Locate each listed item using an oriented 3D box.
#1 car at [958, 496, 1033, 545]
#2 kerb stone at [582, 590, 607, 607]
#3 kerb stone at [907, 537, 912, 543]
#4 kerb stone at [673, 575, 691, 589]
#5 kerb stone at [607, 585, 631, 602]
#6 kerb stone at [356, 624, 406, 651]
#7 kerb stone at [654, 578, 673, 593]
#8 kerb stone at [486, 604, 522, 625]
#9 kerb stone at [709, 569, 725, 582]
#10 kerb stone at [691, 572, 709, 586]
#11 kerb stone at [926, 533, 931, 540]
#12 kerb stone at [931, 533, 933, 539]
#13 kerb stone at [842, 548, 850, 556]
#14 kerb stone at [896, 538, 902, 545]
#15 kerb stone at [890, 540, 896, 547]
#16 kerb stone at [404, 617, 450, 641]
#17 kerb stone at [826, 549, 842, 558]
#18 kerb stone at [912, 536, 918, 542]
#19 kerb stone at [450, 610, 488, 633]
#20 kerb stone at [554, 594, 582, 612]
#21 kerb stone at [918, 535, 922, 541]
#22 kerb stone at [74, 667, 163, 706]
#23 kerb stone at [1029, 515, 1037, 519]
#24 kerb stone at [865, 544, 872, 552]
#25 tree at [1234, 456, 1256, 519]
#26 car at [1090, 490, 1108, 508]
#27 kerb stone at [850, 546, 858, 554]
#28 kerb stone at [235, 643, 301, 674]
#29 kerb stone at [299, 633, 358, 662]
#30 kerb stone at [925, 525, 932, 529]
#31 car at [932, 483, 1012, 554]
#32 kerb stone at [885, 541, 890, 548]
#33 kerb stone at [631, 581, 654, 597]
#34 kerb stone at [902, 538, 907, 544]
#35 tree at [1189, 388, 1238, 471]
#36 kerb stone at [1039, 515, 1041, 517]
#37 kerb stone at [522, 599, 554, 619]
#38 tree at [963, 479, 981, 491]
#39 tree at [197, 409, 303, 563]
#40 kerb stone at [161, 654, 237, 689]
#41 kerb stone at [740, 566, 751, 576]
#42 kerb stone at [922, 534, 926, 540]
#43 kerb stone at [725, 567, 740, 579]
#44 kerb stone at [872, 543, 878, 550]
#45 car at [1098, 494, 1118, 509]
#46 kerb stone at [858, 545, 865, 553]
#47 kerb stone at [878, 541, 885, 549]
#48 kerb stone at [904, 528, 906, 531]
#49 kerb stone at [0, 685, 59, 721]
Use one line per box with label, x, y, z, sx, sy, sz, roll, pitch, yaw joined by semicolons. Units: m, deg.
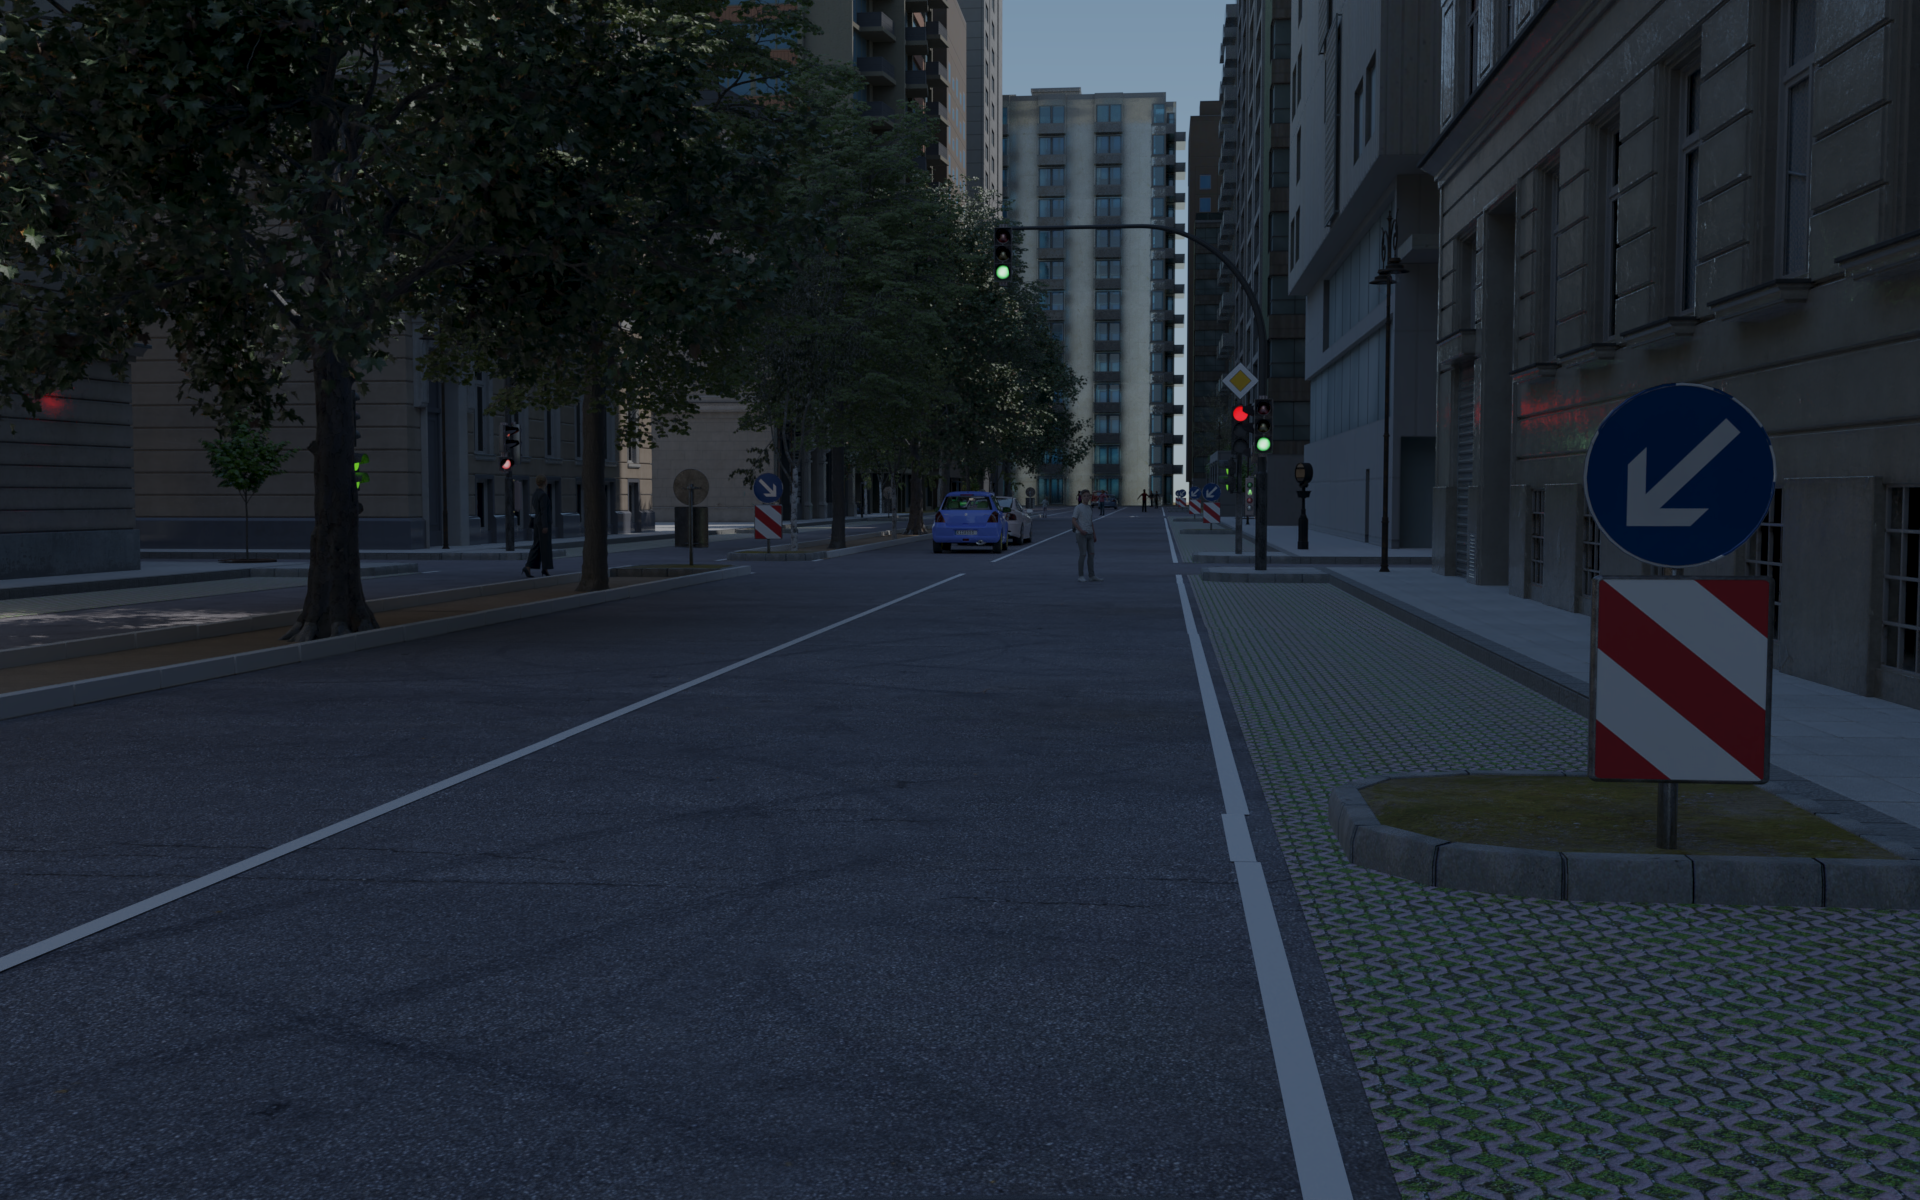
car;1.013;-2.287;49.750;2.083;1.381;4.827;0;4;7
kerb stone;-4.809;-0.012;22.397;0.120;0.150;1.000;0;4;7
kerb stone;-1.588;-1.726;50.413;0.120;0.150;1.000;0;4;7
kerb stone;-4.340;-0.262;26.475;0.120;0.150;1.000;0;4;7
kerb stone;-4.690;-0.070;23.418;0.120;0.150;1.000;0;4;7
kerb stone;-5.507;0.362;16.285;0.120;0.150;1.000;0;4;7
kerb stone;-4.451;-0.198;25.459;0.120;0.150;1.000;0;4;7
kerb stone;-5.158;0.175;19.342;0.120;0.150;1.000;0;4;7
kerb stone;-4.102;-0.386;28.513;0.120;0.150;1.000;0;4;7
kerb stone;-4.218;-0.324;27.498;0.120;0.150;1.000;0;4;7
kerb stone;-1.115;-1.975;54.486;0.120;0.150;1.000;0;4;7
kerb stone;-0.996;-2.036;55.510;0.120;0.150;1.000;0;4;7
kerb stone;-2.757;-1.103;40.223;0.120;0.150;1.000;0;4;7
kerb stone;-1.822;-1.601;48.367;0.120;0.150;1.000;0;4;7
kerb stone;-1.941;-1.538;47.342;0.120;0.150;1.000;0;4;7
kerb stone;-5.386;0.299;17.306;0.120;0.150;1.000;0;4;7
kerb stone;-2.882;-1.039;39.195;0.120;0.150;1.000;0;4;7
kerb stone;-1.465;-1.788;51.428;0.120;0.150;1.000;0;4;7
kerb stone;-5.275;0.241;18.327;0.120;0.150;1.000;0;4;7
kerb stone;-4.923;0.052;21.380;0.120;0.150;1.000;0;4;7
kerb stone;-1.355;-1.849;52.450;0.120;0.150;1.000;0;4;7
kerb stone;-5.980;0.614;12.207;0.120;0.150;1.000;0;4;7
kerb stone;4.267;-4.842;101.358;0.120;0.150;1.000;0;4;7
kerb stone;-2.405;-1.289;43.270;0.120;0.150;1.000;0;4;7
tree;14.526;-5.772;88.981;1.663;3.219;1.824;0;3;0
car;14.594;-10.471;179.878;2.281;1.827;5.304;0;4;5
kerb stone;-2.643;-1.163;41.239;0.120;0.150;1.000;0;4;7
kerb stone;-5.744;0.492;14.242;0.120;0.150;1.000;0;4;7
kerb stone;-5.619;0.427;15.263;0.120;0.150;1.000;0;4;7
kerb stone;-1.216;-3.047;72.027;0.120;0.150;1.000;0;4;7
car;0.290;-2.046;43.042;1.945;1.707;3.694;0;4;5
kerb stone;-2.068;-1.476;46.321;0.120;0.150;1.000;0;4;7
kerb stone;-4.566;-0.137;24.443;0.120;0.150;1.000;0;4;7
kerb stone;-1.702;-1.663;49.394;0.120;0.150;1.000;0;4;7
tree;17.980;-10.307;118.877;4.360;8.622;3.978;0;3;0
kerb stone;4.625;-5.023;104.405;0.120;0.150;1.000;0;4;7
kerb stone;-5.036;0.114;20.365;0.120;0.150;1.000;0;4;7
tree;1.322;-10.219;161.676;1.663;3.219;1.824;0;3;0
tree;-13.525;-2.320;32.529;1.663;3.219;1.824;0;3;0
kerb stone;-5.863;0.554;13.222;0.120;0.150;1.000;0;4;7
kerb stone;-3.865;-0.509;30.553;0.120;0.150;1.000;0;4;7
kerb stone;-1.239;-1.913;53.471;0.120;0.150;1.000;0;4;7
kerb stone;-3.982;-0.449;29.532;0.120;0.150;1.000;0;4;7
kerb stone;-2.293;-1.351;44.286;0.120;0.150;1.000;0;4;7
car;13.915;-9.233;162.969;2.014;1.417;4.499;0;4;7
kerb stone;-2.525;-1.227;42.254;0.120;0.150;1.000;0;4;7
kerb stone;-2.171;-1.413;45.304;0.120;0.150;1.000;0;4;7
kerb stone;-2.148;-2.549;63.874;0.120;0.150;1.000;0;4;7
kerb stone;-6.092;0.675;11.181;0.120;0.150;1.000;0;4;7
